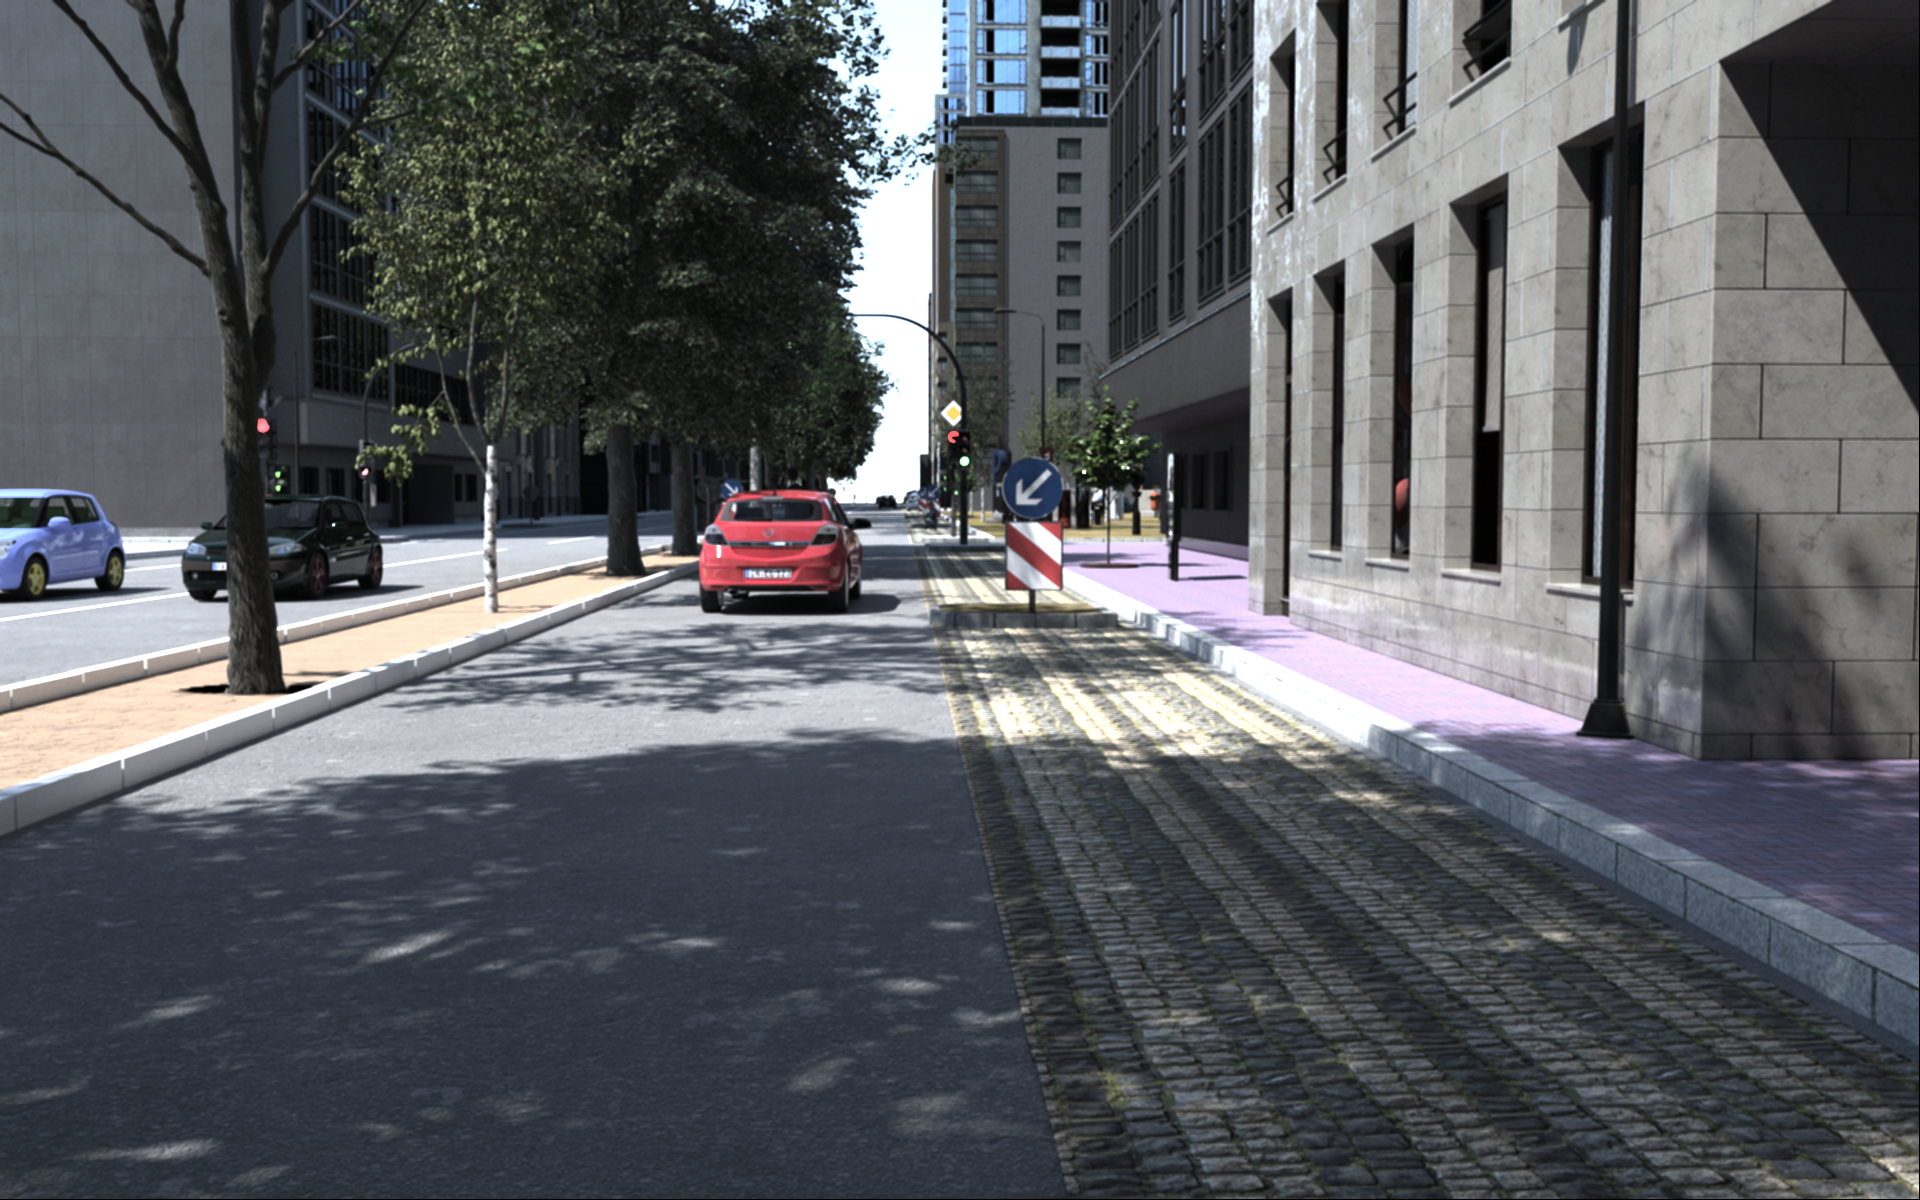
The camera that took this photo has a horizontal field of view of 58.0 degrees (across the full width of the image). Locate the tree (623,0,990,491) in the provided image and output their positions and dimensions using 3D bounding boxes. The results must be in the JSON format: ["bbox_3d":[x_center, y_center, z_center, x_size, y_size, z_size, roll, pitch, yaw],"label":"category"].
[{"bbox_3d":[-5.721,-12.197,57.767,12.611,20.169,13.585,0,3,0],"label":"tree"}]

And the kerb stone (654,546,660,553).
[{"bbox_3d":[-7.412,-1.191,41.663,0.120,0.150,1.000,0,4,-2],"label":"kerb stone"}]

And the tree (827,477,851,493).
[{"bbox_3d":[-9.507,-10.539,125.128,4.360,8.622,3.978,0,3,0],"label":"tree"}]

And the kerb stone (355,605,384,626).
[{"bbox_3d":[-6.608,0.188,19.141,0.120,0.150,1.000,0,4,-2],"label":"kerb stone"}]

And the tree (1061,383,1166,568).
[{"bbox_3d":[2.565,-2.194,30.476,1.663,3.219,1.824,0,3,0],"label":"tree"}]

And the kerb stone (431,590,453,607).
[{"bbox_3d":[-6.718,0.000,22.206,0.120,0.150,1.000,0,4,-2],"label":"kerb stone"}]

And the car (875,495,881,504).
[{"bbox_3d":[-11.325,-14.523,250.024,1.945,1.354,3.894,0,4,-3],"label":"car"}]

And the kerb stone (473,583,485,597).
[{"bbox_3d":[-6.791,-0.123,24.256,0.120,0.150,1.000,0,4,-2],"label":"kerb stone"}]

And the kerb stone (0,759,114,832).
[{"bbox_3d":[-4.109,0.874,7.901,0.120,0.150,1.000,0,4,-2],"label":"kerb stone"}]

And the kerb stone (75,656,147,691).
[{"bbox_3d":[-6.396,0.565,12.989,0.120,0.150,1.000,0,4,-2],"label":"kerb stone"}]

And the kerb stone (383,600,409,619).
[{"bbox_3d":[-6.646,0.125,20.163,0.120,0.150,1.000,0,4,-2],"label":"kerb stone"}]

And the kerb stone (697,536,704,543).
[{"bbox_3d":[-7.786,-1.850,52.539,0.120,0.150,1.000,0,4,-2],"label":"kerb stone"}]

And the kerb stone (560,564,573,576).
[{"bbox_3d":[-6.999,-0.501,30.393,0.120,0.150,1.000,0,4,-2],"label":"kerb stone"}]

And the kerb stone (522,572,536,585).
[{"bbox_3d":[-6.898,-0.314,27.328,0.120,0.150,1.000,0,4,-2],"label":"kerb stone"}]

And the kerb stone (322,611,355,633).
[{"bbox_3d":[-6.571,0.249,18.120,0.120,0.150,1.000,0,4,-2],"label":"kerb stone"}]

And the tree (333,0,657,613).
[{"bbox_3d":[-5.664,-4.154,20.738,4.737,8.622,4.395,0,3,0],"label":"tree"}]

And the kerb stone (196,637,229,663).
[{"bbox_3d":[-6.465,0.437,15.044,0.120,0.150,1.000,0,4,-2],"label":"kerb stone"}]

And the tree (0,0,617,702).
[{"bbox_3d":[-5.177,-5.138,12.226,9.928,11.665,9.643,0,3,0],"label":"tree"}]

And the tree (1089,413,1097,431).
[{"bbox_3d":[7.670,-10.395,120.328,4.737,8.622,4.395,0,3,0],"label":"tree"}]

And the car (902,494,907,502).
[{"bbox_3d":[-7.918,-15.704,266.982,2.015,1.641,3.980,0,4,-3],"label":"car"}]

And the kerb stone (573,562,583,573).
[{"bbox_3d":[-7.043,-0.564,31.418,0.120,0.150,1.000,0,4,-2],"label":"kerb stone"}]

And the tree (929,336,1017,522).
[{"bbox_3d":[0.859,-7.915,79.773,4.360,8.622,3.978,0,3,0],"label":"tree"}]

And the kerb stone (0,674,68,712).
[{"bbox_3d":[-6.352,0.632,11.960,0.120,0.150,1.000,0,4,-2],"label":"kerb stone"}]

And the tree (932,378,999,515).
[{"bbox_3d":[0.496,-9.620,107.651,4.737,8.622,4.395,0,3,0],"label":"tree"}]

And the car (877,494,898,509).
[{"bbox_3d":[-7.095,-9.768,169.500,2.009,1.686,4.222,0,4,-2],"label":"car"}]

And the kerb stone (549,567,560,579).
[{"bbox_3d":[-6.978,-0.437,29.371,0.120,0.150,1.000,0,4,-2],"label":"kerb stone"}]

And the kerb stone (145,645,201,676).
[{"bbox_3d":[-6.427,0.500,14.023,0.120,0.150,1.000,0,4,-2],"label":"kerb stone"}]

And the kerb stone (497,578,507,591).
[{"bbox_3d":[-6.821,-0.189,25.278,0.120,0.150,1.000,0,4,-2],"label":"kerb stone"}]

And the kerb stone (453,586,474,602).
[{"bbox_3d":[-6.744,-0.061,23.235,0.120,0.150,1.000,0,4,-2],"label":"kerb stone"}]

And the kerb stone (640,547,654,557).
[{"bbox_3d":[-7.372,-1.124,40.642,0.120,0.150,1.000,0,4,-2],"label":"kerb stone"}]

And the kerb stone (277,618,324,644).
[{"bbox_3d":[-6.528,0.318,17.094,0.120,0.150,1.000,0,4,-2],"label":"kerb stone"}]

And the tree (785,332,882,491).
[{"bbox_3d":[-8.294,-10.863,98.188,7.486,12.596,7.792,0,3,0],"label":"tree"}]

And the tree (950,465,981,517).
[{"bbox_3d":[0.116,-6.417,99.525,1.663,3.219,1.824,0,3,0],"label":"tree"}]

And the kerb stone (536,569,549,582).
[{"bbox_3d":[-6.932,-0.376,28.349,0.120,0.150,1.000,0,4,-2],"label":"kerb stone"}]

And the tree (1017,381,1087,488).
[{"bbox_3d":[5.484,-10.012,114.052,4.737,8.622,4.395,0,3,0],"label":"tree"}]

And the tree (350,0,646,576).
[{"bbox_3d":[-5.847,-7.382,29.808,9.857,13.997,8.962,0,3,0],"label":"tree"}]

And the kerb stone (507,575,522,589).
[{"bbox_3d":[-6.866,-0.251,26.300,0.120,0.150,1.000,0,4,-2],"label":"kerb stone"}]

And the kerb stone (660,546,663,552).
[{"bbox_3d":[-7.434,-1.253,42.685,0.120,0.150,1.000,0,4,-2],"label":"kerb stone"}]

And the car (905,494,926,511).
[{"bbox_3d":[-3.530,-8.040,143.451,2.014,1.417,4.499,0,4,-3],"label":"car"}]

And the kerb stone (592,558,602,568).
[{"bbox_3d":[-7.119,-0.689,33.466,0.120,0.150,1.000,0,4,-2],"label":"kerb stone"}]

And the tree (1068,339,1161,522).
[{"bbox_3d":[6.758,-7.833,78.436,4.360,8.622,3.978,0,3,0],"label":"tree"}]

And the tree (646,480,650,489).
[{"bbox_3d":[-23.298,-7.947,124.537,1.663,3.219,1.824,0,3,0],"label":"tree"}]

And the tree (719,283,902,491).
[{"bbox_3d":[-7.803,-10.404,89.563,9.611,12.733,9.660,0,3,0],"label":"tree"}]

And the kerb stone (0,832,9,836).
[{"bbox_3d":[-4.069,0.937,6.874,0.120,0.150,1.000,0,4,-2],"label":"kerb stone"}]

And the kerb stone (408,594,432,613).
[{"bbox_3d":[-6.683,0.067,21.185,0.120,0.150,1.000,0,4,-2],"label":"kerb stone"}]

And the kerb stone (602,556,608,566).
[{"bbox_3d":[-7.148,-0.753,34.499,0.120,0.150,1.000,0,4,-2],"label":"kerb stone"}]

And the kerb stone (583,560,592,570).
[{"bbox_3d":[-7.081,-0.627,32.440,0.120,0.150,1.000,0,4,-2],"label":"kerb stone"}]
